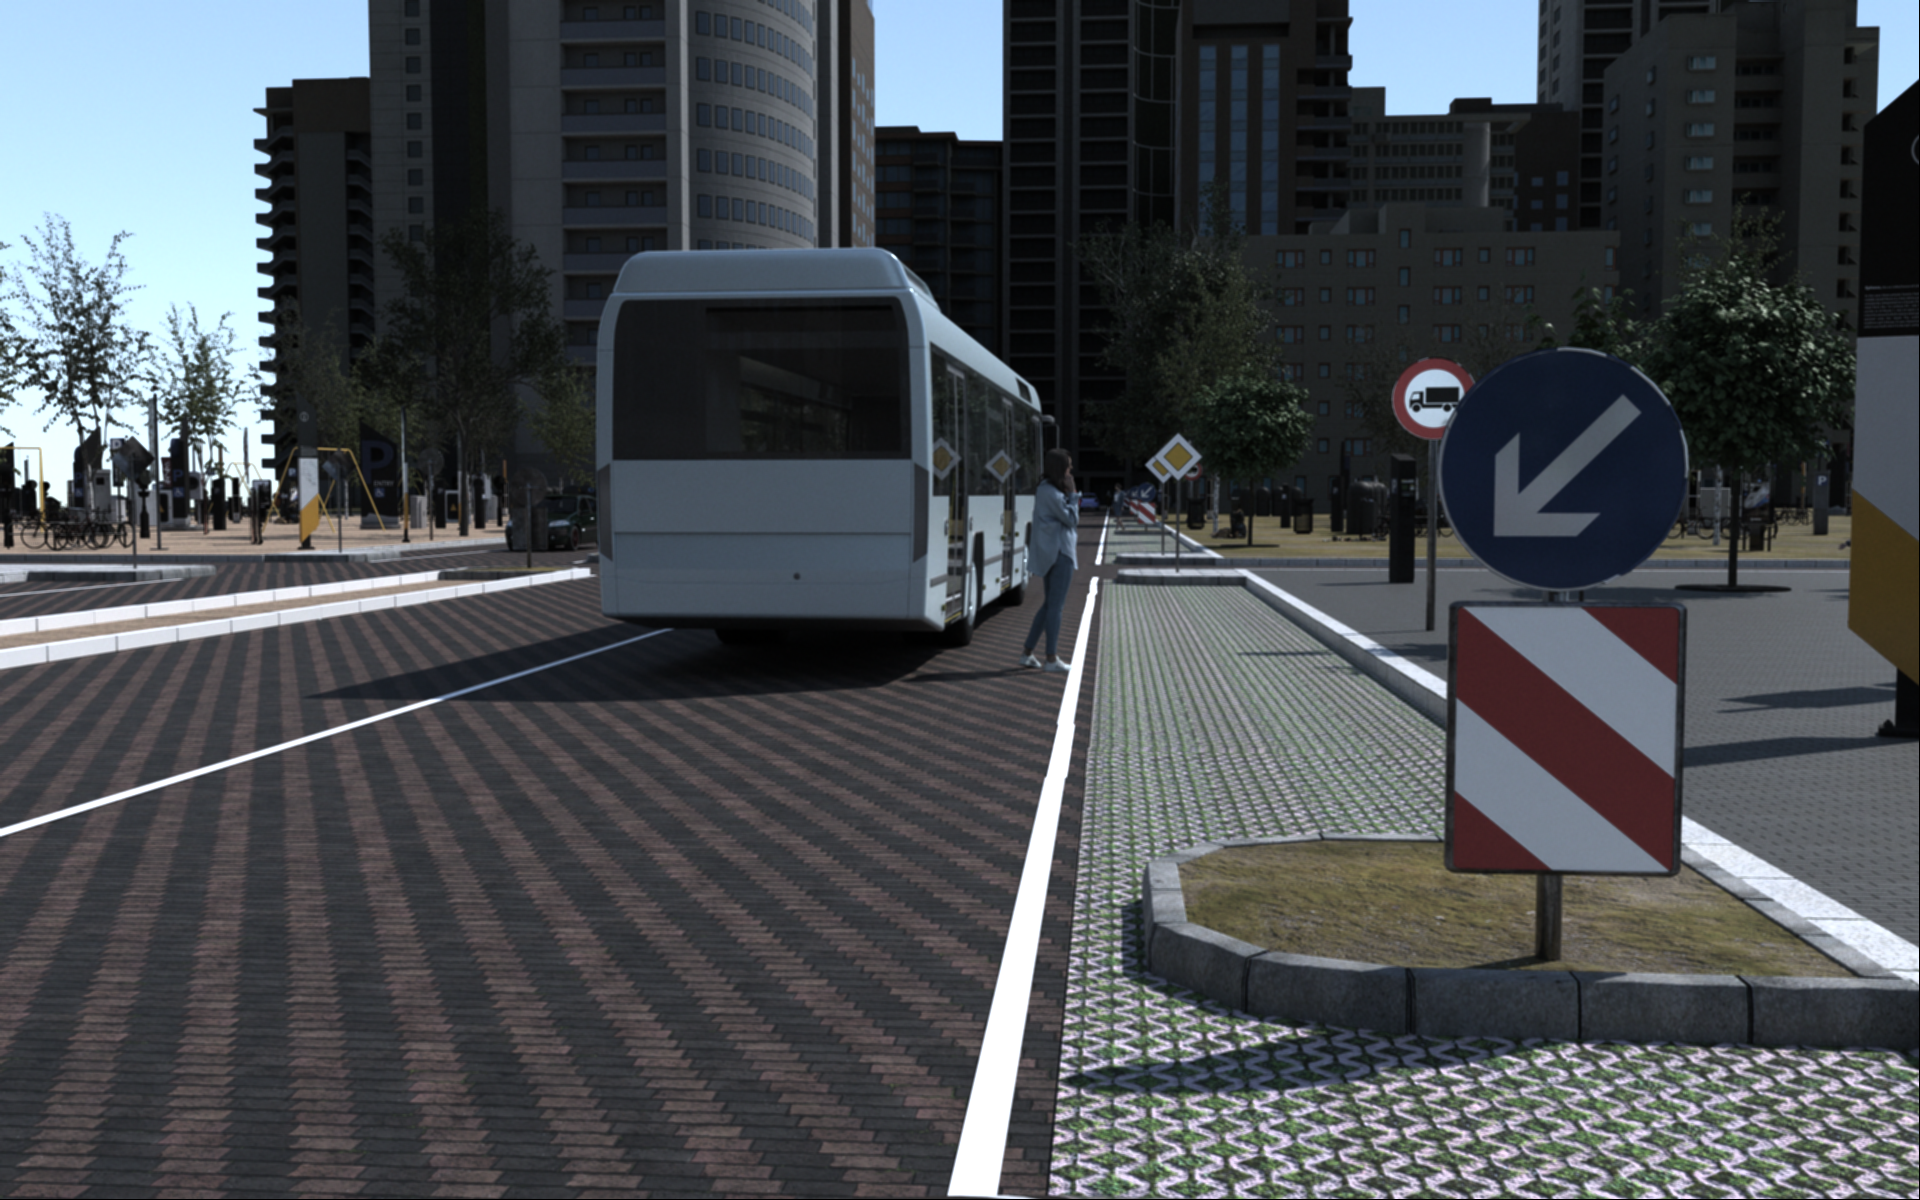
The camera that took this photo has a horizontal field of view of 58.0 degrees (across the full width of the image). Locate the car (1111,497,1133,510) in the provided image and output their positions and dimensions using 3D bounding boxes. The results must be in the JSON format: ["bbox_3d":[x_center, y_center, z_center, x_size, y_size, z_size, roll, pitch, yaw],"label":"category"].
[{"bbox_3d":[14.205,-8.515,151.806,1.945,1.354,3.894,0,4,5],"label":"car"}]

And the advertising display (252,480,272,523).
[{"bbox_3d":[-31.278,-4.429,77.630,0.974,1.923,0.123,1,4,20],"label":"advertising display"}]

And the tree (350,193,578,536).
[{"bbox_3d":[-14.939,-7.247,52.907,8.767,10.594,7.601,3,4,38],"label":"tree"}]

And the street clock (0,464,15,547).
[{"bbox_3d":[-23.128,-2.293,42.064,0.358,2.002,0.471,-1,4,-21],"label":"street clock"}]

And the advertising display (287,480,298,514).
[{"bbox_3d":[-31.527,-4.687,81.853,0.123,1.923,0.974,0,4,0],"label":"advertising display"}]

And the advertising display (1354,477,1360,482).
[{"bbox_3d":[15.021,-3.690,65.550,0.123,1.923,0.974,0,4,8],"label":"advertising display"}]

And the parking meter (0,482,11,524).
[{"bbox_3d":[-41.328,-4.236,74.969,0.399,1.863,0.255,0,4,-5],"label":"parking meter"}]

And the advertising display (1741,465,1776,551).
[{"bbox_3d":[18.070,-2.081,39.233,0.123,1.923,0.974,-1,4,-13],"label":"advertising display"}]

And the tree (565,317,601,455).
[{"bbox_3d":[-13.770,-7.372,70.896,4.360,8.622,3.978,0,3,0],"label":"tree"}]

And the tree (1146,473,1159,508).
[{"bbox_3d":[19.068,-10.970,173.963,1.663,3.219,1.824,0,3,0],"label":"tree"}]

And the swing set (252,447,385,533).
[{"bbox_3d":[-21.744,-3.751,58.956,2.862,2.851,3.119,1,4,16],"label":"swing set"}]

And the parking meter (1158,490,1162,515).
[{"bbox_3d":[12.074,-5.855,104.147,0.372,1.533,0.369,0,3,0],"label":"parking meter"}]

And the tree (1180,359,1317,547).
[{"bbox_3d":[7.020,-3.579,42.233,4.285,4.588,4.351,0,3,0],"label":"tree"}]

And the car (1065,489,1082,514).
[{"bbox_3d":[7.629,-7.081,124.451,2.281,1.827,5.304,0,4,3],"label":"car"}]

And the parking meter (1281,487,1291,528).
[{"bbox_3d":[12.283,-3.479,65.295,0.372,1.533,0.369,0,3,0],"label":"parking meter"}]

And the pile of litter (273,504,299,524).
[{"bbox_3d":[-28.910,-3.682,74.171,1.176,0.858,1.719,0,4,6],"label":"pile of litter"}]

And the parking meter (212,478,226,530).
[{"bbox_3d":[-26.266,-3.405,61.375,0.399,1.863,0.255,0,4,5],"label":"parking meter"}]

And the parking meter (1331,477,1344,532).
[{"bbox_3d":[12.759,-3.233,58.568,0.255,1.863,0.399,-3,5,-39],"label":"parking meter"}]

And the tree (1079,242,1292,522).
[{"bbox_3d":[10.714,-9.903,78.930,9.611,12.733,9.660,0,3,0],"label":"tree"}]

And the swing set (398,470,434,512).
[{"bbox_3d":[-35.965,-7.093,113.598,2.862,2.851,3.119,0,4,-6],"label":"swing set"}]

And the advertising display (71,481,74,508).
[{"bbox_3d":[-42.250,-4.756,82.975,0.974,1.923,0.123,2,4,33],"label":"advertising display"}]

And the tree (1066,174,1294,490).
[{"bbox_3d":[12.967,-15.134,103.328,12.611,20.169,13.585,0,3,0],"label":"tree"}]

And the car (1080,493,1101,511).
[{"bbox_3d":[11.346,-8.699,151.812,1.945,1.707,3.694,0,4,7],"label":"car"}]

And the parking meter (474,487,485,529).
[{"bbox_3d":[-17.737,-3.397,63.954,0.372,1.533,0.369,0,3,0],"label":"parking meter"}]

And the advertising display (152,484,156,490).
[{"bbox_3d":[-49.732,-6.270,107.725,0.974,1.923,0.123,0,4,4],"label":"advertising display"}]

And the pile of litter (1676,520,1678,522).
[{"bbox_3d":[32.476,-3.944,78.457,1.176,0.858,1.719,-1,4,-14],"label":"pile of litter"}]

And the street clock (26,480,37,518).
[{"bbox_3d":[-47.192,-5.108,88.083,0.471,2.002,0.358,-3,5,-44],"label":"street clock"}]

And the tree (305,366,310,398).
[{"bbox_3d":[-30.546,-8.340,86.716,4.737,8.622,4.395,0,3,0],"label":"tree"}]

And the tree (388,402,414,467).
[{"bbox_3d":[-31.766,-9.308,102.548,4.360,8.622,3.978,0,3,0],"label":"tree"}]

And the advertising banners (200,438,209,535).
[{"bbox_3d":[-23.822,-3.572,54.592,0.090,3.025,2.074,-1,4,-19],"label":"advertising banners"}]

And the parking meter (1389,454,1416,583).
[{"bbox_3d":[6.393,-1.181,25.016,0.255,1.863,0.399,0,4,-8],"label":"parking meter"}]

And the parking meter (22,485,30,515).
[{"bbox_3d":[-58.077,-6.235,107.654,0.255,1.863,0.399,0,4,3],"label":"parking meter"}]

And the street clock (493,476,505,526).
[{"bbox_3d":[-18.235,-3.915,68.581,0.471,2.002,0.358,-1,4,-18],"label":"street clock"}]

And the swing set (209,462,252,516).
[{"bbox_3d":[-35.953,-5.462,86.926,2.862,2.851,3.119,0,4,-4],"label":"swing set"}]

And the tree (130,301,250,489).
[{"bbox_3d":[-28.808,-7.044,65.539,4.737,8.622,4.395,0,3,0],"label":"tree"}]

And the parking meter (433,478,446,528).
[{"bbox_3d":[-19.430,-3.606,64.666,0.399,1.863,0.255,-2,4,-28],"label":"parking meter"}]

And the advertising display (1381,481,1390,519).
[{"bbox_3d":[21.468,-5.061,87.956,0.974,1.923,0.123,-3,4,-38],"label":"advertising display"}]

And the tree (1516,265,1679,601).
[{"bbox_3d":[5.354,-1.236,14.812,1.663,3.219,1.824,0,3,0],"label":"tree"}]

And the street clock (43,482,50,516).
[{"bbox_3d":[-53.306,-5.895,100.957,0.471,2.002,0.358,0,4,8],"label":"street clock"}]

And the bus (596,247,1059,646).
[{"bbox_3d":[-0.722,-1.514,19.618,2.948,3.499,13.247,0,4,7],"label":"bus"}]

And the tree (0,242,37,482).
[{"bbox_3d":[-27.211,-5.923,47.199,4.737,8.622,4.395,0,3,0],"label":"tree"}]

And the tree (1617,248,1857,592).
[{"bbox_3d":[10.436,-2.410,23.122,4.285,4.588,4.351,0,3,0],"label":"tree"}]

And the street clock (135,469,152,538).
[{"bbox_3d":[-23.732,-2.802,50.375,0.358,2.002,0.471,2,4,24],"label":"street clock"}]

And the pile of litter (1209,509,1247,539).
[{"bbox_3d":[7.797,-2.220,50.269,1.176,0.858,1.719,2,4,28],"label":"pile of litter"}]

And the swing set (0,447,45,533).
[{"bbox_3d":[-32.127,-3.652,57.333,3.119,2.851,2.862,-2,4,-26],"label":"swing set"}]

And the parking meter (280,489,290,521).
[{"bbox_3d":[-32.535,-4.584,83.357,0.372,1.533,0.369,0,3,0],"label":"parking meter"}]

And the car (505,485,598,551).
[{"bbox_3d":[-10.366,-2.141,44.792,2.009,1.686,4.222,0,4,6],"label":"car"}]

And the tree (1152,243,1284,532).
[{"bbox_3d":[7.644,-6.194,51.641,4.737,8.622,4.395,0,3,0],"label":"tree"}]

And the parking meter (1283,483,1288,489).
[{"bbox_3d":[17.226,-5.261,91.722,0.255,1.863,0.399,0,4,2],"label":"parking meter"}]

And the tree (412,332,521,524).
[{"bbox_3d":[-20.653,-7.491,72.841,4.360,8.622,3.978,0,3,0],"label":"tree"}]

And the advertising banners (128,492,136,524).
[{"bbox_3d":[-34.818,-4.711,73.217,0.090,3.025,2.074,-1,4,-9],"label":"advertising banners"}]
